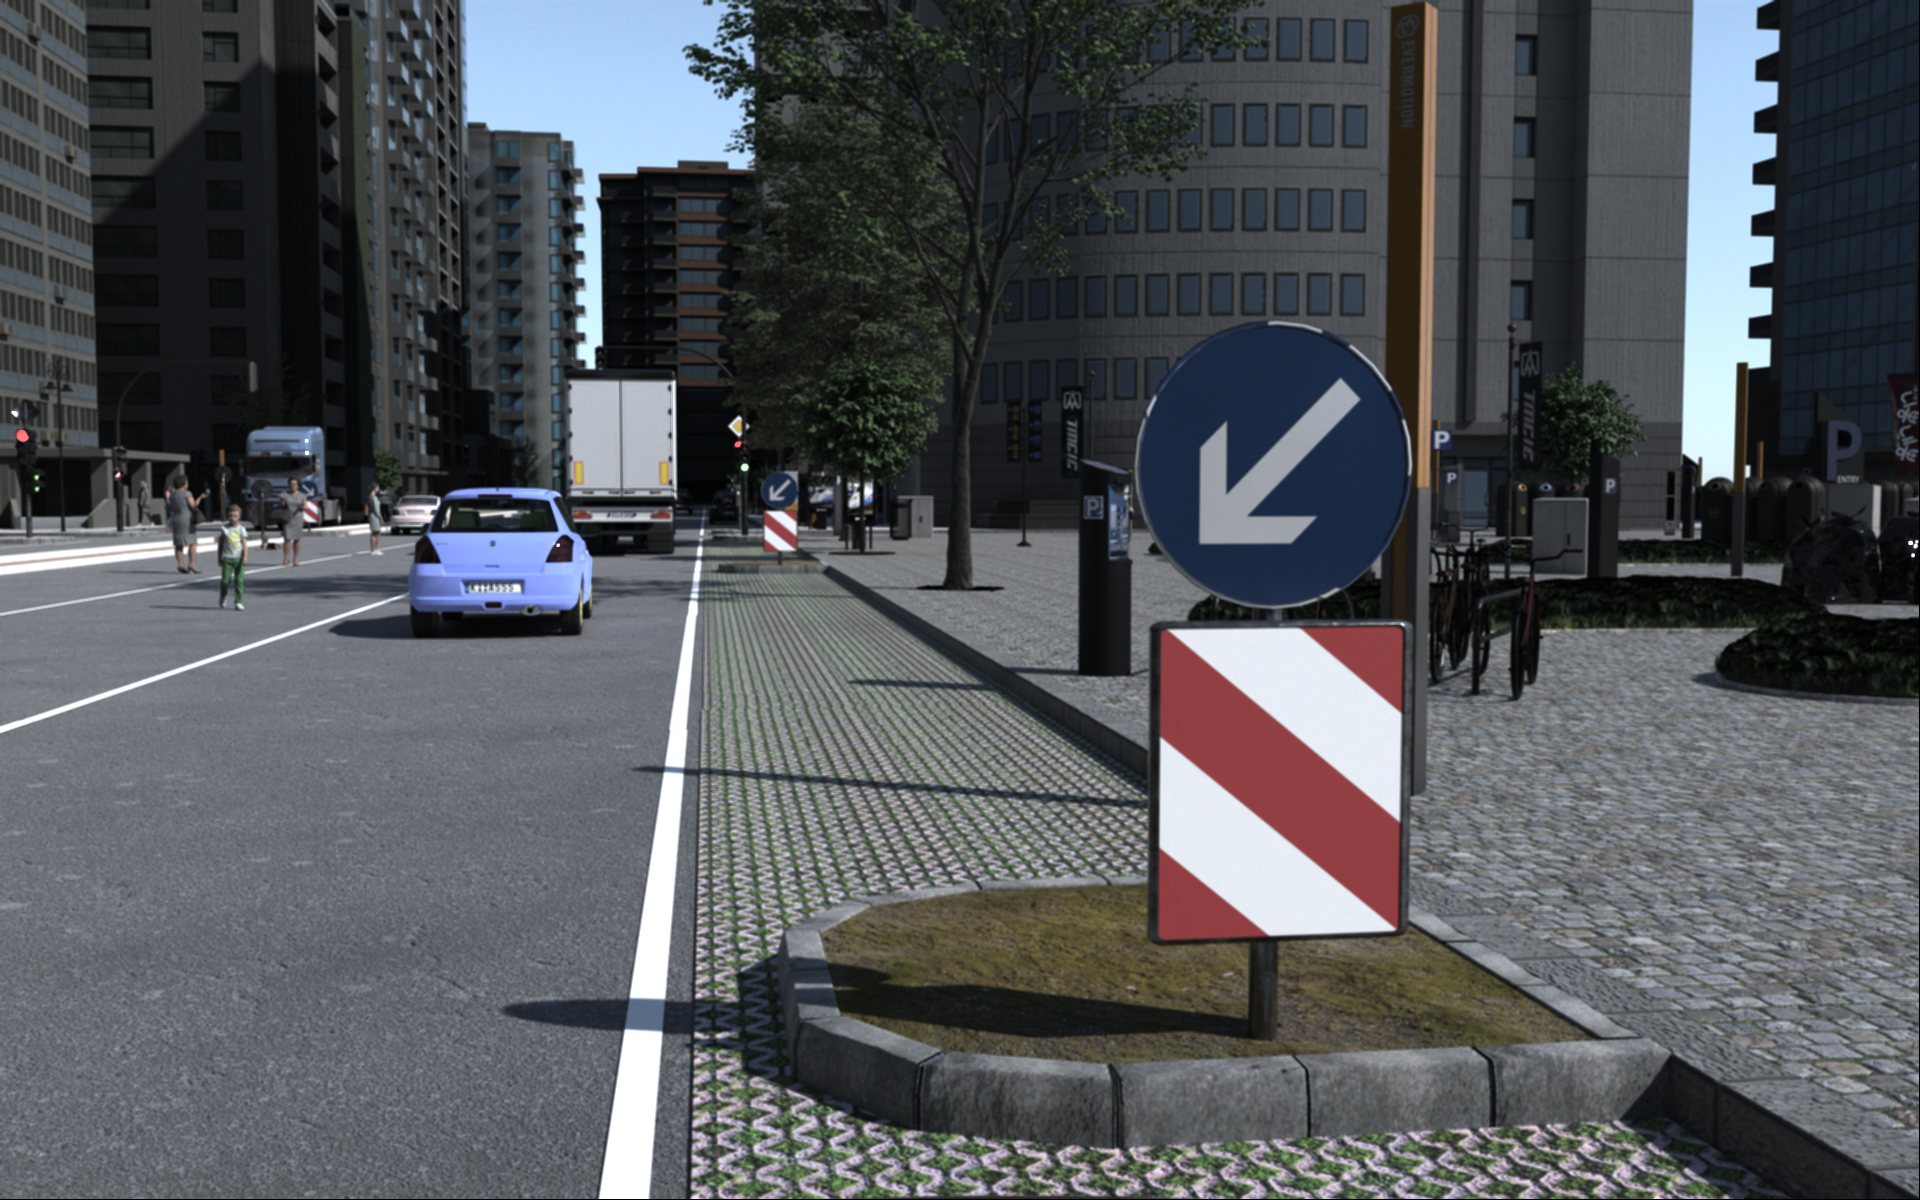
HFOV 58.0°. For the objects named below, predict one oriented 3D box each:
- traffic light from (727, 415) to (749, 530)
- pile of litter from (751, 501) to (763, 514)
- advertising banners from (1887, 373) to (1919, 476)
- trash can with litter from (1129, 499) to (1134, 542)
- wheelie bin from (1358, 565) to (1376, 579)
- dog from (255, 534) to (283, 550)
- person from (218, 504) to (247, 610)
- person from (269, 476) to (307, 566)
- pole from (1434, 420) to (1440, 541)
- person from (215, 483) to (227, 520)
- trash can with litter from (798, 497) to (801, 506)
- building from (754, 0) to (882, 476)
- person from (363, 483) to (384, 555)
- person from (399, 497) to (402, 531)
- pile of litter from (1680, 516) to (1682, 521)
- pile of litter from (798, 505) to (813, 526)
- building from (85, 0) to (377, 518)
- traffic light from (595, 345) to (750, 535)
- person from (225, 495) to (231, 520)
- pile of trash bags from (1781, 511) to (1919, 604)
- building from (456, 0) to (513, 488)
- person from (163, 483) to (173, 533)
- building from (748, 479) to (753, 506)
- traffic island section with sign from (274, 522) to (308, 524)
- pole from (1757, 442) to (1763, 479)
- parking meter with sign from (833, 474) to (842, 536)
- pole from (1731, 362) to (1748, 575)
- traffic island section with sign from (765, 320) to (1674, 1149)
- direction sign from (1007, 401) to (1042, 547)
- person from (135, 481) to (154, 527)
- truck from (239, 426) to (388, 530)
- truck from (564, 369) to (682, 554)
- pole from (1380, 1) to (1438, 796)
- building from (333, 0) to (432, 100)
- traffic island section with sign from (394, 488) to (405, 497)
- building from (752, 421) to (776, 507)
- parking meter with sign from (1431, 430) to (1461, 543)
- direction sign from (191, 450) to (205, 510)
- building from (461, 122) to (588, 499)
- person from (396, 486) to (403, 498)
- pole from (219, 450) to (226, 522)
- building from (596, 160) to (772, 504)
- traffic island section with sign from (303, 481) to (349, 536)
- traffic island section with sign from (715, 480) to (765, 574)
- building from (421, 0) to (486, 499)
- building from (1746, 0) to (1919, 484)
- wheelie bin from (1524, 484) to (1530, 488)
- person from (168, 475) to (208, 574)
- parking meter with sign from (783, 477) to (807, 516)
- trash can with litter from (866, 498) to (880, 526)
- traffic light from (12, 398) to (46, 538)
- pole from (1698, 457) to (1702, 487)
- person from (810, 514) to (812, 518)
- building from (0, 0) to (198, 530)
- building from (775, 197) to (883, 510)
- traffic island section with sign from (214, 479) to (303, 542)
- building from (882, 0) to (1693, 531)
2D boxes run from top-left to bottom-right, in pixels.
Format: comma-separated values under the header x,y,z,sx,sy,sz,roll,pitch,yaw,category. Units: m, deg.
x,y,z,sx,sy,sz,roll,pitch,yaw,category
-7.891,-4.457,61.795,0.839,4.253,0.868,-1,4,-8,traffic light
-13.167,-6.094,113.597,1.176,0.858,1.719,0,4,0,pile of litter
14.408,-1.751,24.815,2.074,3.025,0.090,2,4,26,advertising banners
4.003,-2.083,45.442,1.055,1.170,0.624,0,4,-3,trash can with litter
5.282,-0.939,23.261,0.980,1.594,0.693,1,4,16,wheelie bin
-17.701,-1.489,44.533,0.748,0.427,0.550,-1,4,-15,dog
-9.030,-0.534,21.480,0.306,1.304,0.590,-3,5,-41,person
-13.343,-1.564,34.428,0.716,1.782,0.532,-2,4,-24,person
13.114,-3.300,47.794,0.158,3.312,0.155,0,3,0,pole
-36.845,-4.925,86.668,0.850,1.850,0.679,-1,4,-20,person
-7.281,-3.822,73.883,1.055,1.170,0.624,3,5,43,trash can with litter
-4.354,-34.553,154.185,28.713,52.752,27.495,-1,4,-8,building
-13.780,-1.911,40.755,0.522,1.701,0.512,-3,4,-38,person
-21.556,-3.314,66.929,0.306,1.304,0.590,1,4,10,person
34.418,-4.240,83.287,1.176,0.858,1.719,0,4,-2,pile of litter
-6.266,-3.379,69.214,1.719,0.858,1.176,-1,4,-18,pile of litter
-41.355,-19.866,96.509,14.160,30.474,14.107,-1,4,-8,building
-8.792,-4.819,53.451,4.771,5.953,1.251,-1,4,-8,traffic light
-36.098,-4.562,85.310,0.332,1.250,0.352,3,5,39,person
11.601,-0.653,20.433,3.447,1.369,1.912,1,4,22,pile of trash bags
-67.231,-53.742,191.361,31.000,86.520,22.319,-1,4,-8,building
-29.169,-3.387,63.887,0.388,1.821,0.555,-3,5,-44,person
-9.039,-31.117,200.644,32.217,40.220,23.993,-1,4,-8,building
-31.843,-4.575,83.437,1.989,1.847,2.006,-1,4,-8,traffic island section with sign
31.126,-4.503,67.463,0.158,3.312,0.155,0,3,0,pole
-3.677,-3.494,53.385,0.543,3.016,1.738,0,4,-7,parking meter with sign
12.132,-2.025,26.946,0.158,3.312,0.155,0,3,0,pole
0.512,0.238,4.742,1.989,1.847,2.006,-1,4,-8,traffic island section with sign
1.573,-3.084,42.418,0.876,3.537,0.379,1,4,17,direction sign
-31.803,-3.754,67.609,0.709,1.800,0.728,2,4,35,person
-27.522,-5.204,74.846,2.967,4.110,18.799,-1,4,-9,truck
-8.539,-3.398,44.472,2.839,4.237,11.283,-1,4,-9,truck
1.903,-0.826,7.355,0.158,3.312,0.155,0,3,0,pole
-57.056,-32.214,146.312,23.786,49.044,30.456,-1,4,-8,building
-35.836,-6.243,110.702,1.989,1.847,2.006,-1,4,-8,traffic island section with sign
-10.823,-45.180,176.942,20.563,71.187,20.611,-1,4,-8,building
13.034,-3.059,46.280,0.543,3.016,1.738,0,4,3,parking meter with sign
-39.524,-5.987,89.885,0.876,3.537,0.379,1,4,21,direction sign
-64.146,-37.067,225.660,30.456,49.044,23.786,-1,4,-8,building
-30.200,-5.210,93.489,0.447,1.846,0.655,-2,4,-25,person
-33.874,-5.243,79.559,0.158,3.312,0.155,0,3,0,pole
-34.685,-35.217,230.429,28.867,44.769,22.147,-1,4,-8,building
-22.222,-3.140,59.476,2.006,1.907,1.989,-1,4,-8,traffic island section with sign
-3.447,-1.420,31.839,1.989,1.847,2.006,-1,4,-8,traffic island section with sign
-58.471,-44.828,171.186,20.563,71.187,20.611,-1,4,-8,building
46.854,-26.210,78.641,14.200,45.320,14.600,-1,4,-8,building
17.534,-2.790,53.524,0.980,1.594,0.693,2,4,32,wheelie bin
-13.872,-1.369,31.248,0.716,1.782,0.532,1,4,19,person
-7.070,-4.919,76.684,0.543,3.016,1.738,3,5,41,parking meter with sign
-3.653,-3.586,70.015,0.624,1.170,1.055,1,4,11,trash can with litter
-27.374,-3.789,50.867,0.839,4.253,0.868,-1,4,-8,traffic light
40.866,-6.229,95.690,0.158,3.312,0.155,0,3,0,pole
-7.946,-5.168,91.124,0.643,1.750,0.593,-1,4,-12,person
-49.061,-22.973,67.482,32.217,40.220,23.993,-1,4,-8,building
1.941,-16.658,117.391,27.650,21.520,28.899,-1,4,-8,building
-21.158,-2.692,52.145,2.006,1.907,1.989,-1,4,-8,traffic island section with sign
11.660,-32.390,71.571,28.212,58.520,21.231,-1,4,-8,building
